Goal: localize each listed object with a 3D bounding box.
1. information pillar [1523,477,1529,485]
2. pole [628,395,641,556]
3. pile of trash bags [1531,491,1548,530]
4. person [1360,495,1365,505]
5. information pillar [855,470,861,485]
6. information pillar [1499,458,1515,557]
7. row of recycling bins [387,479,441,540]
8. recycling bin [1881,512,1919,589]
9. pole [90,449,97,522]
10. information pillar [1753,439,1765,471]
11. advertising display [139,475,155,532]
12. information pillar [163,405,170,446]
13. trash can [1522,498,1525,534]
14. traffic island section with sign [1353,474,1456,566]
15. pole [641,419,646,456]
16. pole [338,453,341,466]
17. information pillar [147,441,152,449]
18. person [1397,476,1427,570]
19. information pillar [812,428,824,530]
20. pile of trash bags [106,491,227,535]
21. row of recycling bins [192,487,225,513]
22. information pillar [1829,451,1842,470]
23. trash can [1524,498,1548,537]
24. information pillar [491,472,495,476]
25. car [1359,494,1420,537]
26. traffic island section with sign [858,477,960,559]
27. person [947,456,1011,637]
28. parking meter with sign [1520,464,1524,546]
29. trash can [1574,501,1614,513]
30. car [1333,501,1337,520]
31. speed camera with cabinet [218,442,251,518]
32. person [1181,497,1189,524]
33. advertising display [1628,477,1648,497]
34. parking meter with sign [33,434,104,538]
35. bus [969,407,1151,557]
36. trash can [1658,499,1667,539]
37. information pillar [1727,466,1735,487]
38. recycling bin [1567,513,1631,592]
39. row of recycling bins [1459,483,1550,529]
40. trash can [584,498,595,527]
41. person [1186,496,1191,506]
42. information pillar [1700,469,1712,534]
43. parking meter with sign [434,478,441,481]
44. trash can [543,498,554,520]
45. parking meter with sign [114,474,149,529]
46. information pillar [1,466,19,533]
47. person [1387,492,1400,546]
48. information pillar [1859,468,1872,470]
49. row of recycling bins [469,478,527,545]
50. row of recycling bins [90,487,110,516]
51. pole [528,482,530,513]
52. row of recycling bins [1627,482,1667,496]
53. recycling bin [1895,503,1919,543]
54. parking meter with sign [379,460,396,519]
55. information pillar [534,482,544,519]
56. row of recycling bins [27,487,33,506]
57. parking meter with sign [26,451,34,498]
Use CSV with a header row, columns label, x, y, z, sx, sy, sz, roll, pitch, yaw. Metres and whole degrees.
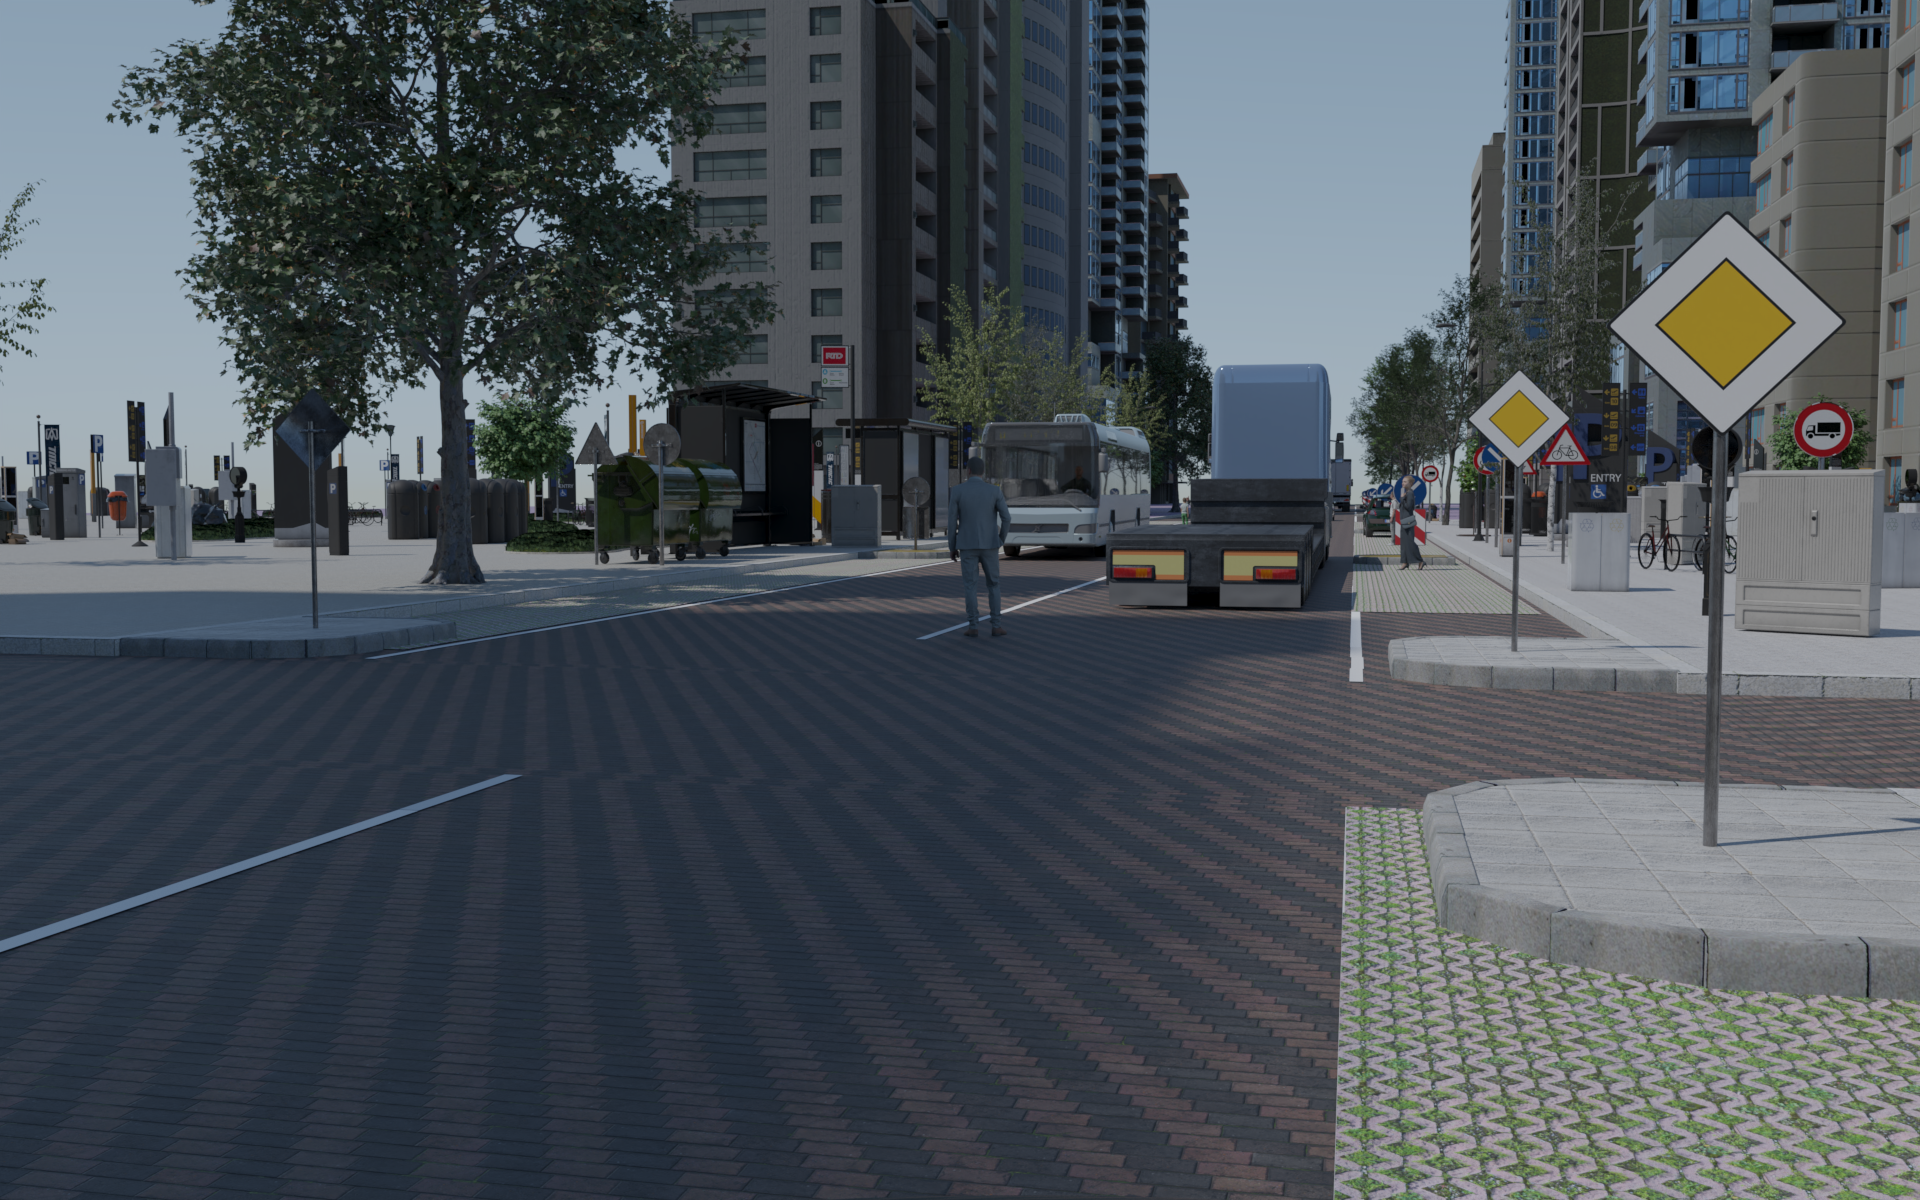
label,x,y,z,sx,sy,sz,roll,pitch,yaw
information pillar,24.575,-4.344,75.518,0.304,2.012,0.304,2,4,35
pole,-6.724,-2.558,35.661,0.158,3.312,0.155,0,3,0
pile of trash bags,21.111,-3.143,61.143,1.912,1.369,3.447,3,5,44
person,50.459,-12.672,216.422,1.217,1.736,0.721,-1,4,-23
information pillar,-4.311,-5.048,73.884,0.504,3.616,0.183,1,4,11
information pillar,11.171,-1.882,35.255,0.304,2.012,0.304,0,4,7
row of recycling bins,-15.634,-2.632,50.138,1.069,1.692,3.534,0,4,5
recycling bin,12.751,-0.690,23.830,0.722,1.027,0.722,0,4,-6
pole,-39.595,-5.215,79.110,0.158,3.312,0.155,0,3,0
information pillar,33.618,-4.992,72.973,0.183,3.616,0.504,-2,4,-26
advertising display,-26.811,-3.207,57.655,0.974,1.923,0.123,-1,4,-23
information pillar,-20.500,-3.276,44.910,0.183,3.616,0.504,0,4,-6
trash can,18.222,-2.707,55.907,0.748,1.137,0.748,0,3,0
traffic island section with sign,9.114,-1.649,35.596,1.989,1.847,2.006,1,4,13
pole,-8.665,-3.276,47.402,0.158,3.312,0.155,0,3,0
pole,-30.921,-5.669,86.524,0.158,3.312,0.155,0,3,0
information pillar,-35.527,-5.178,76.012,0.183,3.616,0.504,-3,5,-40
person,8.413,-1.433,32.352,0.534,1.772,0.576,-1,4,-10
information pillar,-5.061,-4.283,61.375,0.504,3.616,0.183,1,4,10
pile of trash bags,-25.087,-2.756,54.806,3.447,1.369,1.912,-2,4,-33
row of recycling bins,-42.066,-5.352,94.625,3.534,1.692,1.069,-1,4,-15
information pillar,26.722,-3.763,52.872,0.504,3.616,0.183,-2,4,-28
trash can,17.543,-2.482,52.233,0.748,1.137,0.748,0,3,0
information pillar,-25.777,-6.415,96.237,0.504,3.616,0.183,-1,4,-20
car,14.446,-2.956,58.118,2.009,1.686,4.222,1,4,11
traffic island section with sign,-1.073,-1.851,38.886,1.989,1.847,2.006,1,4,13
person,0.192,-0.544,17.488,0.635,1.810,0.391,-1,4,-10
parking meter with sign,13.779,-2.867,43.144,0.543,3.016,1.738,1,4,19
trash can,12.622,-1.398,34.507,0.748,1.137,0.748,0,3,0
car,19.268,-5.109,93.318,2.009,1.686,4.222,1,4,15
speed camera with cabinet,-27.881,-4.417,66.551,0.660,3.252,2.038,0,4,-5
person,8.760,-3.347,67.471,0.306,1.304,0.590,0,4,6
advertising display,25.196,-3.635,64.648,0.974,1.923,0.123,-1,4,-11
parking meter with sign,-26.039,-3.332,50.733,1.738,3.016,0.543,0,4,4
bus,2.794,-2.914,42.503,2.948,3.499,13.247,1,4,11
trash can,19.368,-2.167,47.081,0.748,1.137,0.748,0,3,0
information pillar,36.906,-5.599,82.903,0.183,3.616,0.504,0,4,-4
recycling bin,8.500,-0.642,23.055,0.722,1.027,0.722,1,4,15
row of recycling bins,20.360,-3.497,64.288,3.534,1.692,1.069,1,4,17
trash can,-14.205,-3.395,67.158,0.748,1.137,0.748,0,3,0
person,5.615,-1.995,41.298,0.466,1.800,0.511,0,4,0
information pillar,16.199,-2.013,37.400,0.304,2.012,0.304,-2,4,-26
parking meter with sign,-24.730,-5.287,82.708,1.738,3.016,0.543,2,4,29
trash can,-15.571,-3.259,64.934,0.748,1.137,0.748,0,3,0
parking meter with sign,-31.126,-4.181,64.615,1.738,3.016,0.543,-1,4,-15
information pillar,-25.298,-2.545,46.105,0.304,2.012,0.304,3,5,43
person,12.053,-2.261,48.059,0.523,1.515,0.503,0,4,-7
information pillar,25.837,-2.750,49.455,0.304,2.012,0.304,2,4,32
row of recycling bins,-12.315,-2.357,45.642,1.069,1.692,3.534,0,4,7
row of recycling bins,-50.981,-5.844,102.656,1.069,1.692,3.534,-1,4,-22
pole,-23.069,-6.029,92.419,0.158,3.312,0.155,0,3,0
row of recycling bins,23.360,-3.057,57.095,3.534,1.692,1.069,2,4,26
recycling bin,26.532,-2.165,47.954,0.722,1.027,0.722,0,4,-6
parking meter with sign,-29.238,-5.693,89.349,0.543,3.016,1.738,1,4,10
information pillar,-14.994,-3.497,61.675,0.304,2.012,0.304,-1,4,-16
row of recycling bins,-42.617,-4.520,81.008,1.069,1.692,3.534,0,4,-6
parking meter with sign,-37.178,-4.505,69.915,0.543,3.016,1.738,-3,4,-38
